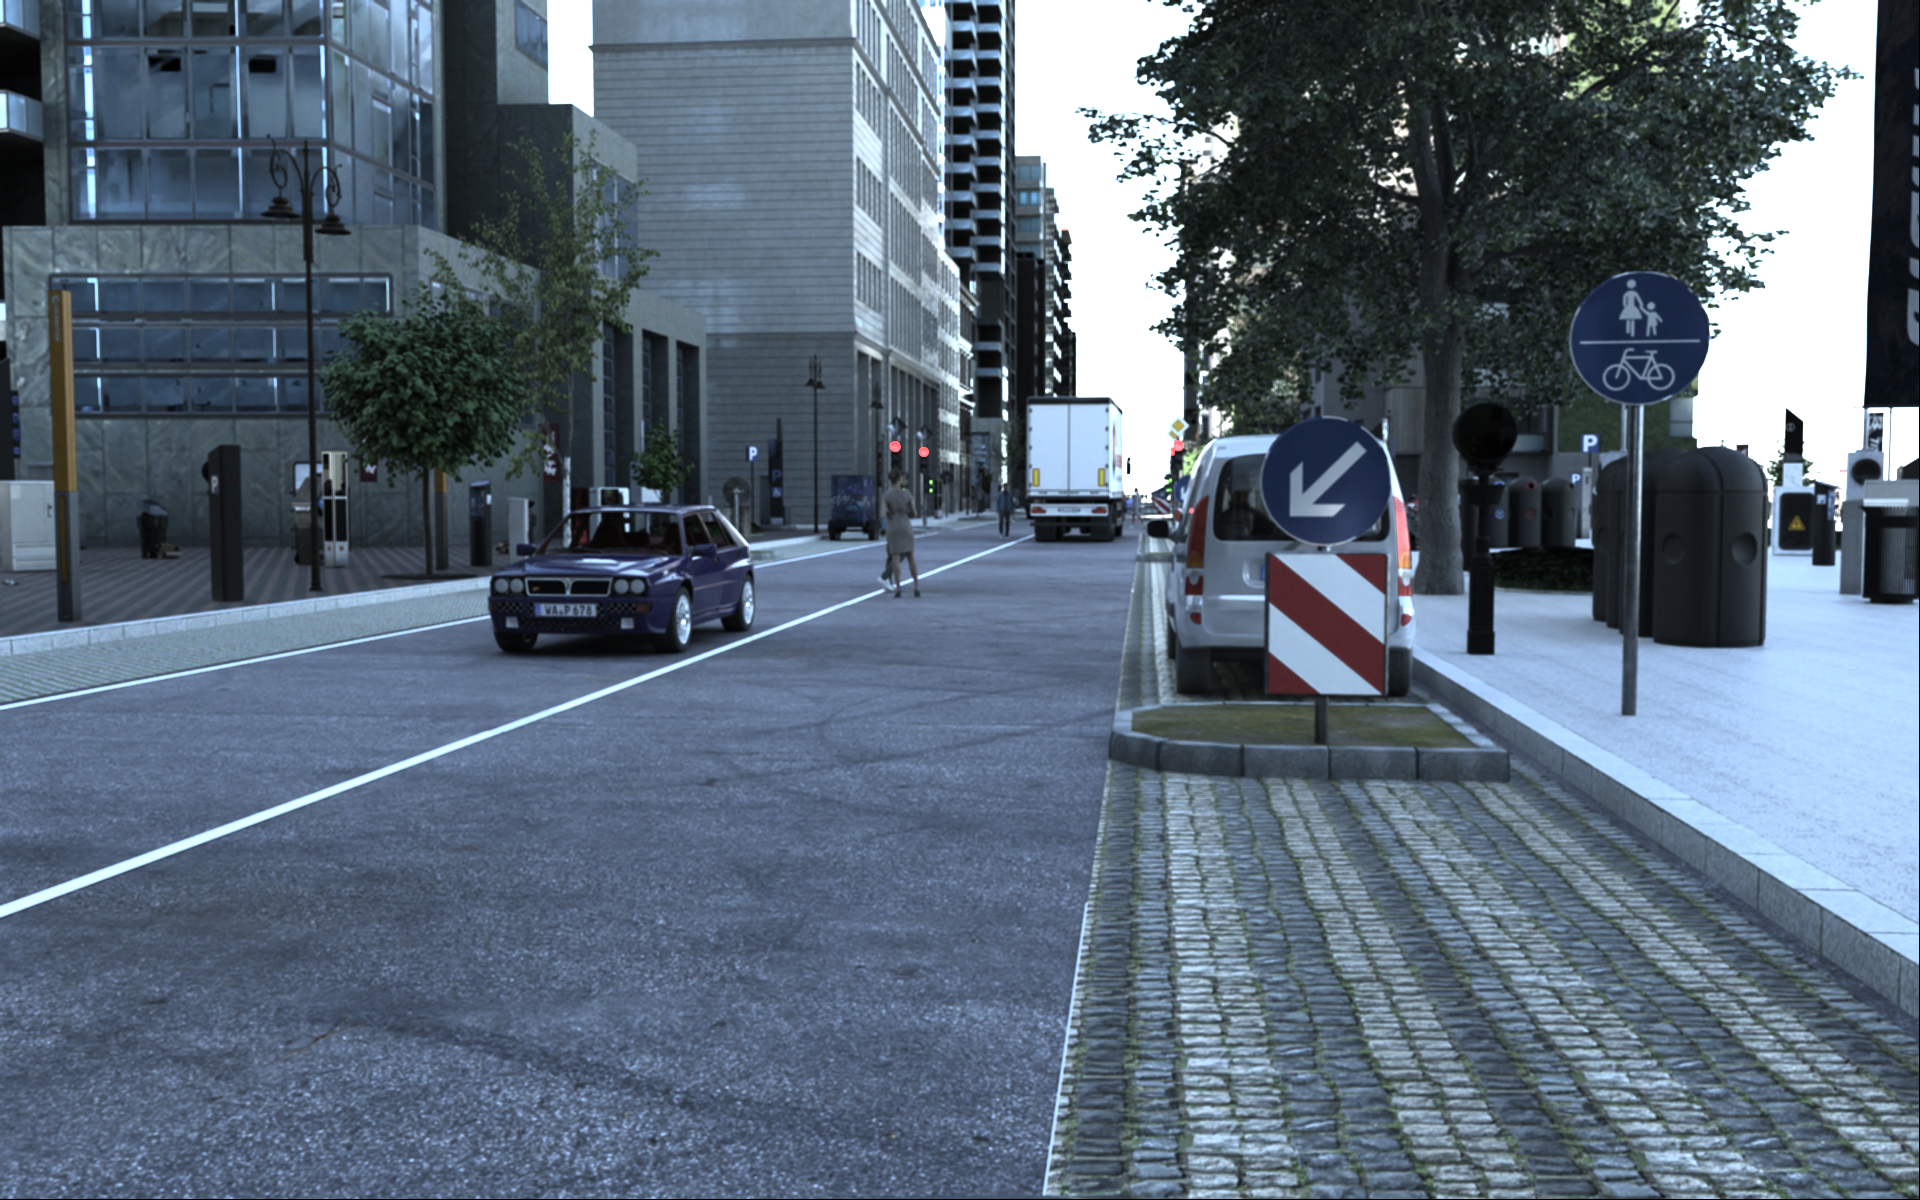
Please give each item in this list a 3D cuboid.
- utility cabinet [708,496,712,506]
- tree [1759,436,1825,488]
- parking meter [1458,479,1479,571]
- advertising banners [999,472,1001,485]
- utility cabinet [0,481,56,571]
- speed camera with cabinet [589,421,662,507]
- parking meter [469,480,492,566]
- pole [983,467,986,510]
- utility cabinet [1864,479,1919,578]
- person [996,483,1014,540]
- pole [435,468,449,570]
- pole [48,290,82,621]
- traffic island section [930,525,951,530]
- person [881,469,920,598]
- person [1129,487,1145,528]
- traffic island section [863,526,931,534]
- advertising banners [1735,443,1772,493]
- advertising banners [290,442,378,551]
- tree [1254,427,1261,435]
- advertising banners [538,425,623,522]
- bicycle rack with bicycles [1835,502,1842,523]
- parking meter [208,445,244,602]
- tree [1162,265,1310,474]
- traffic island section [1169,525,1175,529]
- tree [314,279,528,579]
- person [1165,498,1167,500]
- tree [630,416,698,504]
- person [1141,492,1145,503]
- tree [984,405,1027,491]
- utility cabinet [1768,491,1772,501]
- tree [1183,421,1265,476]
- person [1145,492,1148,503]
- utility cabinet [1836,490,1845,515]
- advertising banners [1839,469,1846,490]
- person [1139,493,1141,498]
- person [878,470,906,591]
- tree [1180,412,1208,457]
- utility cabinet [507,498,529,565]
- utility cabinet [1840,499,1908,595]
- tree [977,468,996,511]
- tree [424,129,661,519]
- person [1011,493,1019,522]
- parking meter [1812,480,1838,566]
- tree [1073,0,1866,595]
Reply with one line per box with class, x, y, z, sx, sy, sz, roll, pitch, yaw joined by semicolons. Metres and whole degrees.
utility cabinet;-16.616;-6.206;112.623;1.020;1.237;0.306;-1;4;-15
tree;23.810;-3.372;49.732;1.663;3.219;1.824;0;3;0
parking meter;8.501;-1.254;28.922;0.372;1.533;0.369;0;3;0
advertising banners;2.987;-8.679;138.082;0.090;3.025;2.074;-1;4;-13
utility cabinet;-15.319;-1.233;28.836;0.318;1.500;1.173;2;4;29
speed camera with cabinet;-8.940;-3.172;46.193;2.038;3.252;0.660;-3;5;-45
parking meter;-8.531;-1.371;30.819;0.372;1.533;0.369;0;3;0
pole;1.854;-8.488;132.619;0.158;3.312;0.155;0;3;0
utility cabinet;14.375;-1.077;26.292;1.173;1.500;0.318;2;4;24
person;1.409;-2.776;54.235;0.601;1.785;0.444;0;4;-5
pole;-8.773;-2.166;29.254;0.158;3.312;0.155;0;3;0
pole;-9.022;-1.444;17.457;0.158;3.312;0.155;0;3;0
traffic island section;-1.449;-2.943;70.399;2.009;0.180;2.903;0;4;6
person;-0.826;-0.929;24.035;0.599;1.781;0.374;-1;4;-15
person;7.459;-3.903;73.059;0.760;1.731;0.466;-2;4;-35
traffic island section;-2.304;-2.457;62.460;2.009;0.180;2.903;0;4;6
advertising banners;27.454;-3.858;59.270;0.090;3.025;2.074;-2;4;-34
advertising banners;-13.913;-2.599;38.683;2.074;3.025;0.090;0;4;1
tree;8.578;-3.394;50.099;1.663;3.219;1.824;0;3;0
advertising banners;-9.478;-2.880;43.269;2.074;3.025;0.090;0;4;0
bicycle rack with bicycles;37.846;-3.769;75.000;2.852;0.926;2.925;2;4;29
parking meter;-8.819;-0.923;20.804;0.399;1.863;0.255;3;5;44
tree;9.239;-6.400;54.995;4.737;8.622;4.395;0;3;0
traffic island section;8.584;-2.877;69.318;2.009;0.180;2.903;0;4;6
tree;-8.214;-2.629;26.691;4.285;4.588;4.351;0;3;0
person;14.726;-7.057;124.158;0.850;1.792;0.678;0;4;2
tree;-7.252;-2.941;42.684;1.663;3.219;1.824;0;3;0
person;28.921;-16.158;273.210;0.750;1.759;0.617;-3;5;-44
tree;3.984;-11.795;143.212;4.360;8.622;3.978;0;3;0
utility cabinet;56.718;-6.913;121.712;0.318;1.500;1.173;0;4;-6
tree;12.284;-5.680;76.583;4.285;4.588;4.351;0;3;0
person;28.644;-15.685;265.864;0.541;1.710;0.530;1;4;20
utility cabinet;48.495;-5.288;95.136;0.318;1.500;1.173;0;4;7
advertising banners;60.674;-7.606;120.549;0.090;3.025;2.074;-2;4;-27
person;28.766;-16.539;278.935;0.705;1.821;1.348;3;5;39
person;-1.002;-1.014;25.416;0.444;1.785;0.601;-1;4;-10
tree;20.985;-12.455;153.999;4.360;8.622;3.978;0;3;0
utility cabinet;-7.584;-1.139;29.784;0.306;1.237;1.020;-1;4;-11
utility cabinet;11.801;-0.686;22.384;1.020;1.237;0.306;-2;4;-32
tree;2.003;-8.280;129.983;1.663;3.219;1.824;0;3;0
tree;-8.098;-5.144;34.466;4.737;8.622;4.395;0;3;0
person;2.712;-4.732;88.458;0.523;1.515;0.503;-3;5;-43
parking meter;15.528;-1.387;31.094;0.372;1.533;0.369;0;3;0
tree;6.275;-7.048;21.898;9.857;13.997;8.962;0;3;0
